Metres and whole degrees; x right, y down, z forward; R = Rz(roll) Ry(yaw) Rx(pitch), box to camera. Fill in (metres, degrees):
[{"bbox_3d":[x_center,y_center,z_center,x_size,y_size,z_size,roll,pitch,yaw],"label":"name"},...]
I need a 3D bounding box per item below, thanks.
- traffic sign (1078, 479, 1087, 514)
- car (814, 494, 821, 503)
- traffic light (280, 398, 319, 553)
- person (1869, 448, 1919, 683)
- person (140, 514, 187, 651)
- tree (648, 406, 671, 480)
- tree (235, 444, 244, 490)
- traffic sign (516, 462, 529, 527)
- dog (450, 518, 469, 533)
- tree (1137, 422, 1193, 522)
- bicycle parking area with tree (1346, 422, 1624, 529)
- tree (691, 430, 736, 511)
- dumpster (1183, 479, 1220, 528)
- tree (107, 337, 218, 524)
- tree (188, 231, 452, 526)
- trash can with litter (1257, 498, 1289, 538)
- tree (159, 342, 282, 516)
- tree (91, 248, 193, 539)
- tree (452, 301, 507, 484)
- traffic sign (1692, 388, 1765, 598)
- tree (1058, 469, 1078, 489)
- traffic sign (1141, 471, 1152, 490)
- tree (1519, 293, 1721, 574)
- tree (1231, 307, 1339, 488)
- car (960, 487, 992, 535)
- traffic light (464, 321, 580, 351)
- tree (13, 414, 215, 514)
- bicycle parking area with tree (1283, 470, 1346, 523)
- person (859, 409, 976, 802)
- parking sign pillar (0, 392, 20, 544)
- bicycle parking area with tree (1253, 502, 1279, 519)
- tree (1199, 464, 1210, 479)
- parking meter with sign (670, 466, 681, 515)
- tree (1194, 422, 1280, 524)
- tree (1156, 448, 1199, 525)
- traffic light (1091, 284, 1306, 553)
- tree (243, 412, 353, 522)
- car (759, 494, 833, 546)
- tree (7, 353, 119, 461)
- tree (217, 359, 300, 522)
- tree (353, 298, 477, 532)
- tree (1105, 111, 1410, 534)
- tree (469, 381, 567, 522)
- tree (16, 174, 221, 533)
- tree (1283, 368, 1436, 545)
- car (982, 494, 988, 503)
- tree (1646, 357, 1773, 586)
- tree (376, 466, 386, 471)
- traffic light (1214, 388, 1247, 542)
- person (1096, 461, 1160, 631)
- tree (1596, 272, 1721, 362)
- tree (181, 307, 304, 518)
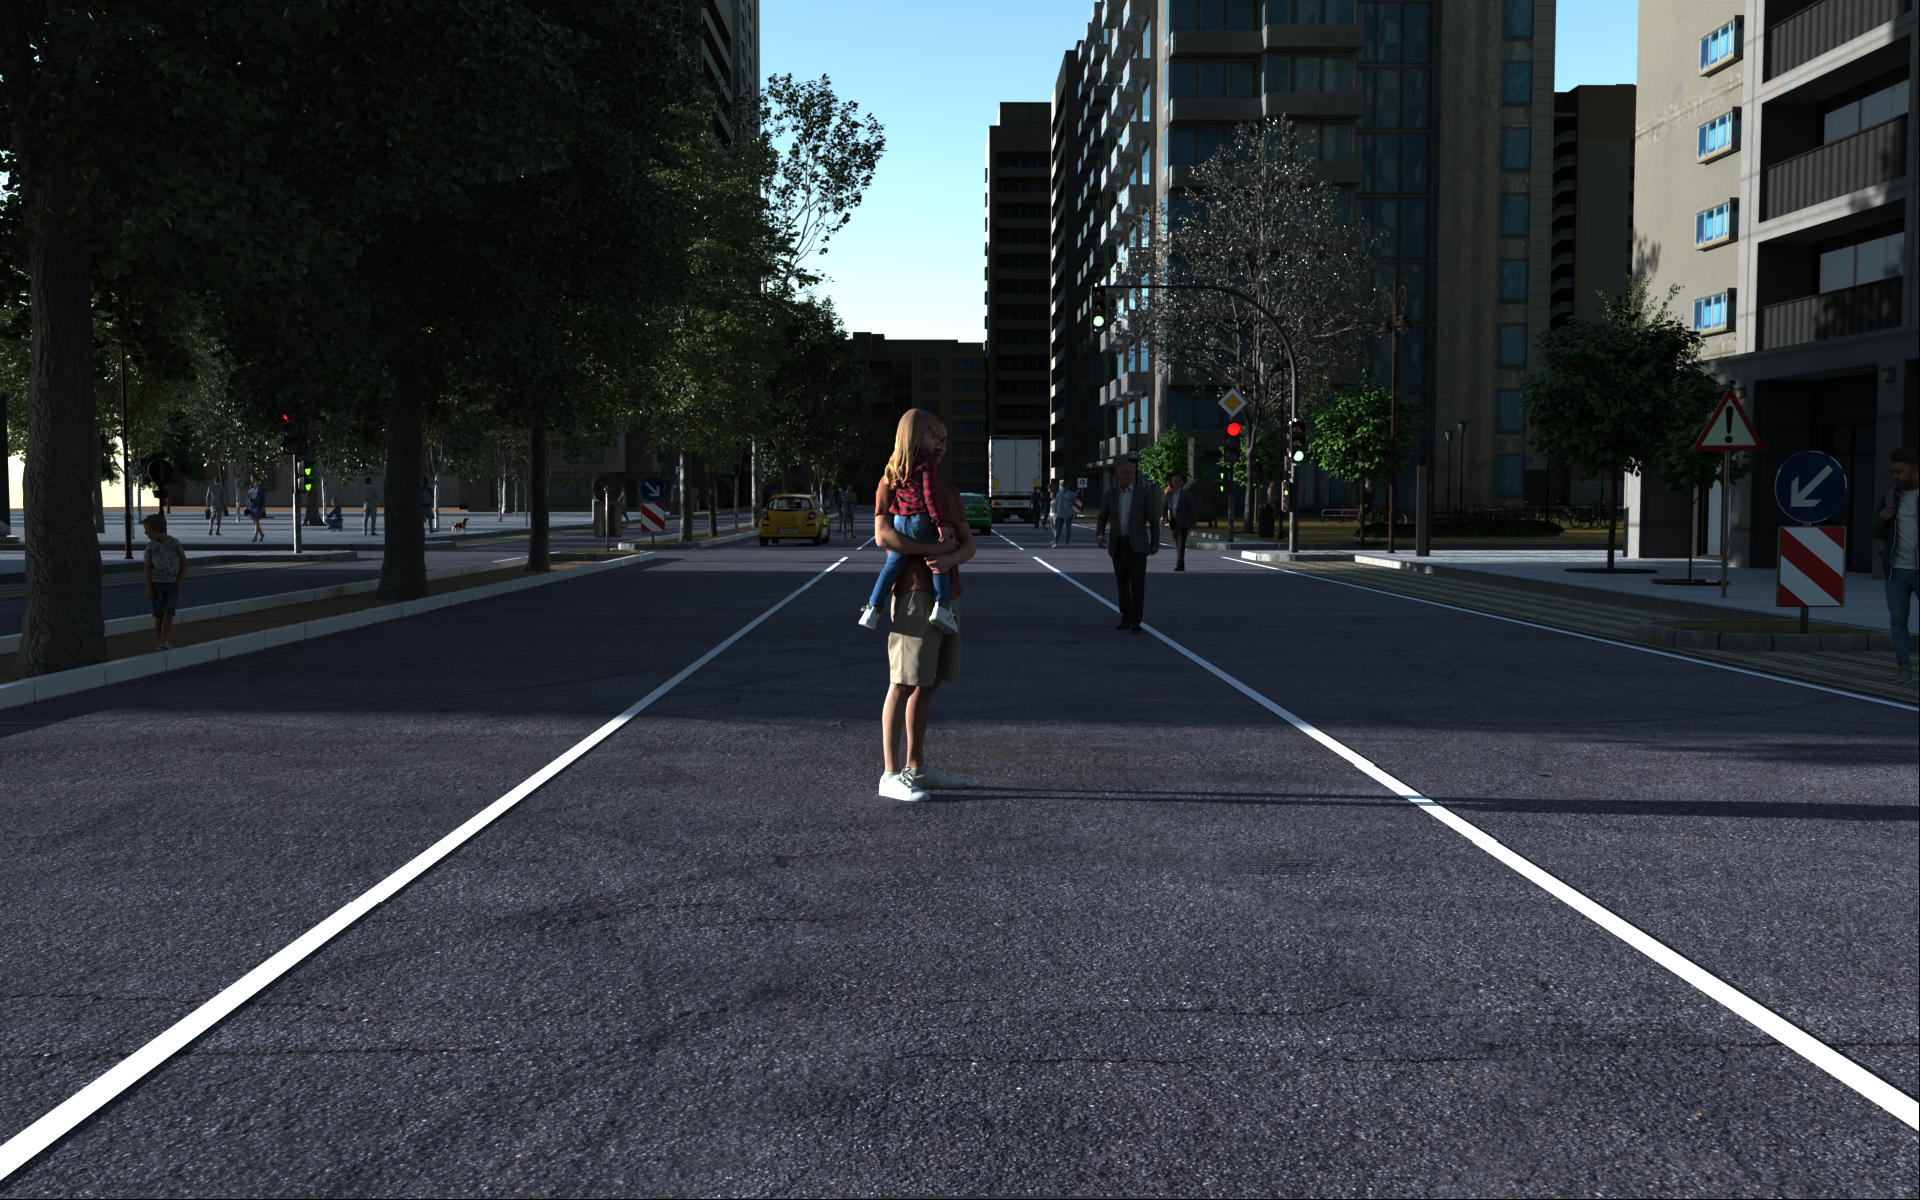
[{"bbox_3d":[7.923,-6.722,112.035,0.606,2.300,0.079,0,4,7],"label":"traffic sign"},{"bbox_3d":[-13.072,-8.532,151.496,2.014,1.417,4.499,0,4,-2],"label":"car"},{"bbox_3d":[-14.372,-2.973,37.537,0.839,4.253,0.868,0,4,-1],"label":"traffic light"},{"bbox_3d":[7.223,-0.262,13.133,0.623,1.781,0.721,2,4,33],"label":"person"},{"bbox_3d":[-7.248,-0.160,15.793,0.332,1.250,0.352,1,4,17],"label":"person"},{"bbox_3d":[-18.536,-9.891,112.074,4.360,8.622,3.978,0,3,0],"label":"tree"},{"bbox_3d":[-44.479,-9.685,108.716,4.737,8.622,4.395,0,3,0],"label":"tree"},{"bbox_3d":[-17.027,-4.150,67.951,0.768,2.556,0.104,0,4,1],"label":"traffic sign"},{"bbox_3d":[-16.320,-2.424,56.460,0.540,0.507,0.406,-2,4,-25],"label":"dog"},{"bbox_3d":[9.912,-5.854,79.424,4.285,4.588,4.351,0,3,0],"label":"tree"},{"bbox_3d":[20.649,-4.851,66.317,9.016,4.147,8.231,0,4,-7],"label":"bicycle parking area with tree"},{"bbox_3d":[-18.124,-10.895,128.489,4.737,8.622,4.395,0,3,0],"label":"tree"},{"bbox_3d":[9.114,-3.653,65.480,1.264,1.857,1.865,0,4,-1],"label":"dumpster"},{"bbox_3d":[-35.046,-7.577,74.252,4.360,8.622,3.978,0,3,0],"label":"tree"},{"bbox_3d":[-26.008,-9.331,69.573,9.611,12.733,9.660,0,3,0],"label":"tree"},{"bbox_3d":[9.282,-2.425,51.042,1.055,1.170,0.624,1,4,11],"label":"trash can with litter"},{"bbox_3d":[-43.170,-10.184,100.913,7.601,10.594,8.767,1,4,15],"label":"tree"},{"bbox_3d":[-23.667,-6.037,49.066,4.737,8.622,4.395,0,3,0],"label":"tree"},{"bbox_3d":[-27.624,-10.535,89.261,9.611,12.733,9.660,0,3,0],"label":"tree"},{"bbox_3d":[9.468,-1.309,21.402,0.884,2.594,0.081,0,4,2],"label":"traffic sign"},{"bbox_3d":[8.442,-8.351,131.145,1.663,3.219,1.824,0,3,0],"label":"tree"},{"bbox_3d":[9.083,-5.079,83.155,0.768,2.556,0.104,0,4,5],"label":"traffic sign"},{"bbox_3d":[10.705,-2.732,28.385,4.285,4.588,4.351,0,3,0],"label":"tree"},{"bbox_3d":[12.462,-7.016,65.071,4.360,8.622,3.978,0,3,0],"label":"tree"},{"bbox_3d":[0.147,-3.231,61.617,1.959,1.807,4.718,0,4,-2],"label":"car"},{"bbox_3d":[-12.399,-4.338,45.587,4.771,5.953,1.251,0,4,-1],"label":"traffic light"},{"bbox_3d":[-55.881,-8.825,107.195,11.467,7.101,20.602,0,4,8],"label":"tree"},{"bbox_3d":[20.578,-5.469,76.422,8.231,4.147,9.016,-3,4,-36],"label":"bicycle parking area with tree"},{"bbox_3d":[-0.196,0.016,8.217,0.573,1.828,0.580,-1,4,-9],"label":"person"},{"bbox_3d":[-25.300,-3.456,44.976,1.447,3.967,1.447,0,4,4],"label":"parking sign pillar"},{"bbox_3d":[19.774,-6.097,86.682,9.016,4.147,8.231,0,4,-6],"label":"bicycle parking area with tree"},{"bbox_3d":[11.844,-5.735,88.373,1.663,3.219,1.824,0,3,0],"label":"tree"},{"bbox_3d":[-17.413,-6.726,106.237,0.543,3.016,1.738,0,4,3],"label":"parking meter with sign"},{"bbox_3d":[12.633,-5.503,73.685,4.285,4.588,4.351,0,3,0],"label":"tree"},{"bbox_3d":[9.073,-4.793,72.969,1.663,3.219,1.824,0,3,0],"label":"tree"},{"bbox_3d":[5.196,-3.855,37.696,4.771,5.953,1.251,0,4,-1],"label":"traffic light"},{"bbox_3d":[-28.698,-7.793,77.771,4.737,8.622,4.395,0,3,0],"label":"tree"},{"bbox_3d":[-4.662,-2.382,49.174,2.015,1.641,3.980,0,4,1],"label":"car"},{"bbox_3d":[-43.234,-8.045,81.896,4.360,8.622,3.978,0,3,0],"label":"tree"},{"bbox_3d":[-33.708,-7.952,80.382,4.360,8.622,3.978,0,3,0],"label":"tree"},{"bbox_3d":[-17.983,-6.646,59.026,4.737,8.622,4.395,0,3,0],"label":"tree"},{"bbox_3d":[9.484,-8.909,56.024,12.009,13.543,11.850,0,3,0],"label":"tree"},{"bbox_3d":[-21.158,-7.944,80.248,4.360,8.622,3.978,0,3,0],"label":"tree"},{"bbox_3d":[-27.876,-8.466,56.551,7.486,12.596,7.792,0,3,0],"label":"tree"},{"bbox_3d":[10.576,-3.749,45.009,4.285,4.588,4.351,0,3,0],"label":"tree"},{"bbox_3d":[1.842,-7.497,134.377,2.131,1.459,4.920,0,4,-3],"label":"car"},{"bbox_3d":[10.347,-1.830,24.518,1.663,3.219,1.824,0,3,0],"label":"tree"},{"bbox_3d":[-38.808,-10.210,117.290,4.360,8.622,3.978,0,3,0],"label":"tree"},{"bbox_3d":[7.170,-3.482,45.852,0.839,4.253,0.868,0,4,-1],"label":"traffic light"},{"bbox_3d":[1.747,-0.561,18.077,0.661,1.777,0.834,1,4,8],"label":"person"},{"bbox_3d":[22.762,-6.526,57.057,4.737,8.622,4.395,0,3,0],"label":"tree"},{"bbox_3d":[-37.386,-10.175,92.110,9.928,11.665,9.643,0,3,0],"label":"tree"}]
